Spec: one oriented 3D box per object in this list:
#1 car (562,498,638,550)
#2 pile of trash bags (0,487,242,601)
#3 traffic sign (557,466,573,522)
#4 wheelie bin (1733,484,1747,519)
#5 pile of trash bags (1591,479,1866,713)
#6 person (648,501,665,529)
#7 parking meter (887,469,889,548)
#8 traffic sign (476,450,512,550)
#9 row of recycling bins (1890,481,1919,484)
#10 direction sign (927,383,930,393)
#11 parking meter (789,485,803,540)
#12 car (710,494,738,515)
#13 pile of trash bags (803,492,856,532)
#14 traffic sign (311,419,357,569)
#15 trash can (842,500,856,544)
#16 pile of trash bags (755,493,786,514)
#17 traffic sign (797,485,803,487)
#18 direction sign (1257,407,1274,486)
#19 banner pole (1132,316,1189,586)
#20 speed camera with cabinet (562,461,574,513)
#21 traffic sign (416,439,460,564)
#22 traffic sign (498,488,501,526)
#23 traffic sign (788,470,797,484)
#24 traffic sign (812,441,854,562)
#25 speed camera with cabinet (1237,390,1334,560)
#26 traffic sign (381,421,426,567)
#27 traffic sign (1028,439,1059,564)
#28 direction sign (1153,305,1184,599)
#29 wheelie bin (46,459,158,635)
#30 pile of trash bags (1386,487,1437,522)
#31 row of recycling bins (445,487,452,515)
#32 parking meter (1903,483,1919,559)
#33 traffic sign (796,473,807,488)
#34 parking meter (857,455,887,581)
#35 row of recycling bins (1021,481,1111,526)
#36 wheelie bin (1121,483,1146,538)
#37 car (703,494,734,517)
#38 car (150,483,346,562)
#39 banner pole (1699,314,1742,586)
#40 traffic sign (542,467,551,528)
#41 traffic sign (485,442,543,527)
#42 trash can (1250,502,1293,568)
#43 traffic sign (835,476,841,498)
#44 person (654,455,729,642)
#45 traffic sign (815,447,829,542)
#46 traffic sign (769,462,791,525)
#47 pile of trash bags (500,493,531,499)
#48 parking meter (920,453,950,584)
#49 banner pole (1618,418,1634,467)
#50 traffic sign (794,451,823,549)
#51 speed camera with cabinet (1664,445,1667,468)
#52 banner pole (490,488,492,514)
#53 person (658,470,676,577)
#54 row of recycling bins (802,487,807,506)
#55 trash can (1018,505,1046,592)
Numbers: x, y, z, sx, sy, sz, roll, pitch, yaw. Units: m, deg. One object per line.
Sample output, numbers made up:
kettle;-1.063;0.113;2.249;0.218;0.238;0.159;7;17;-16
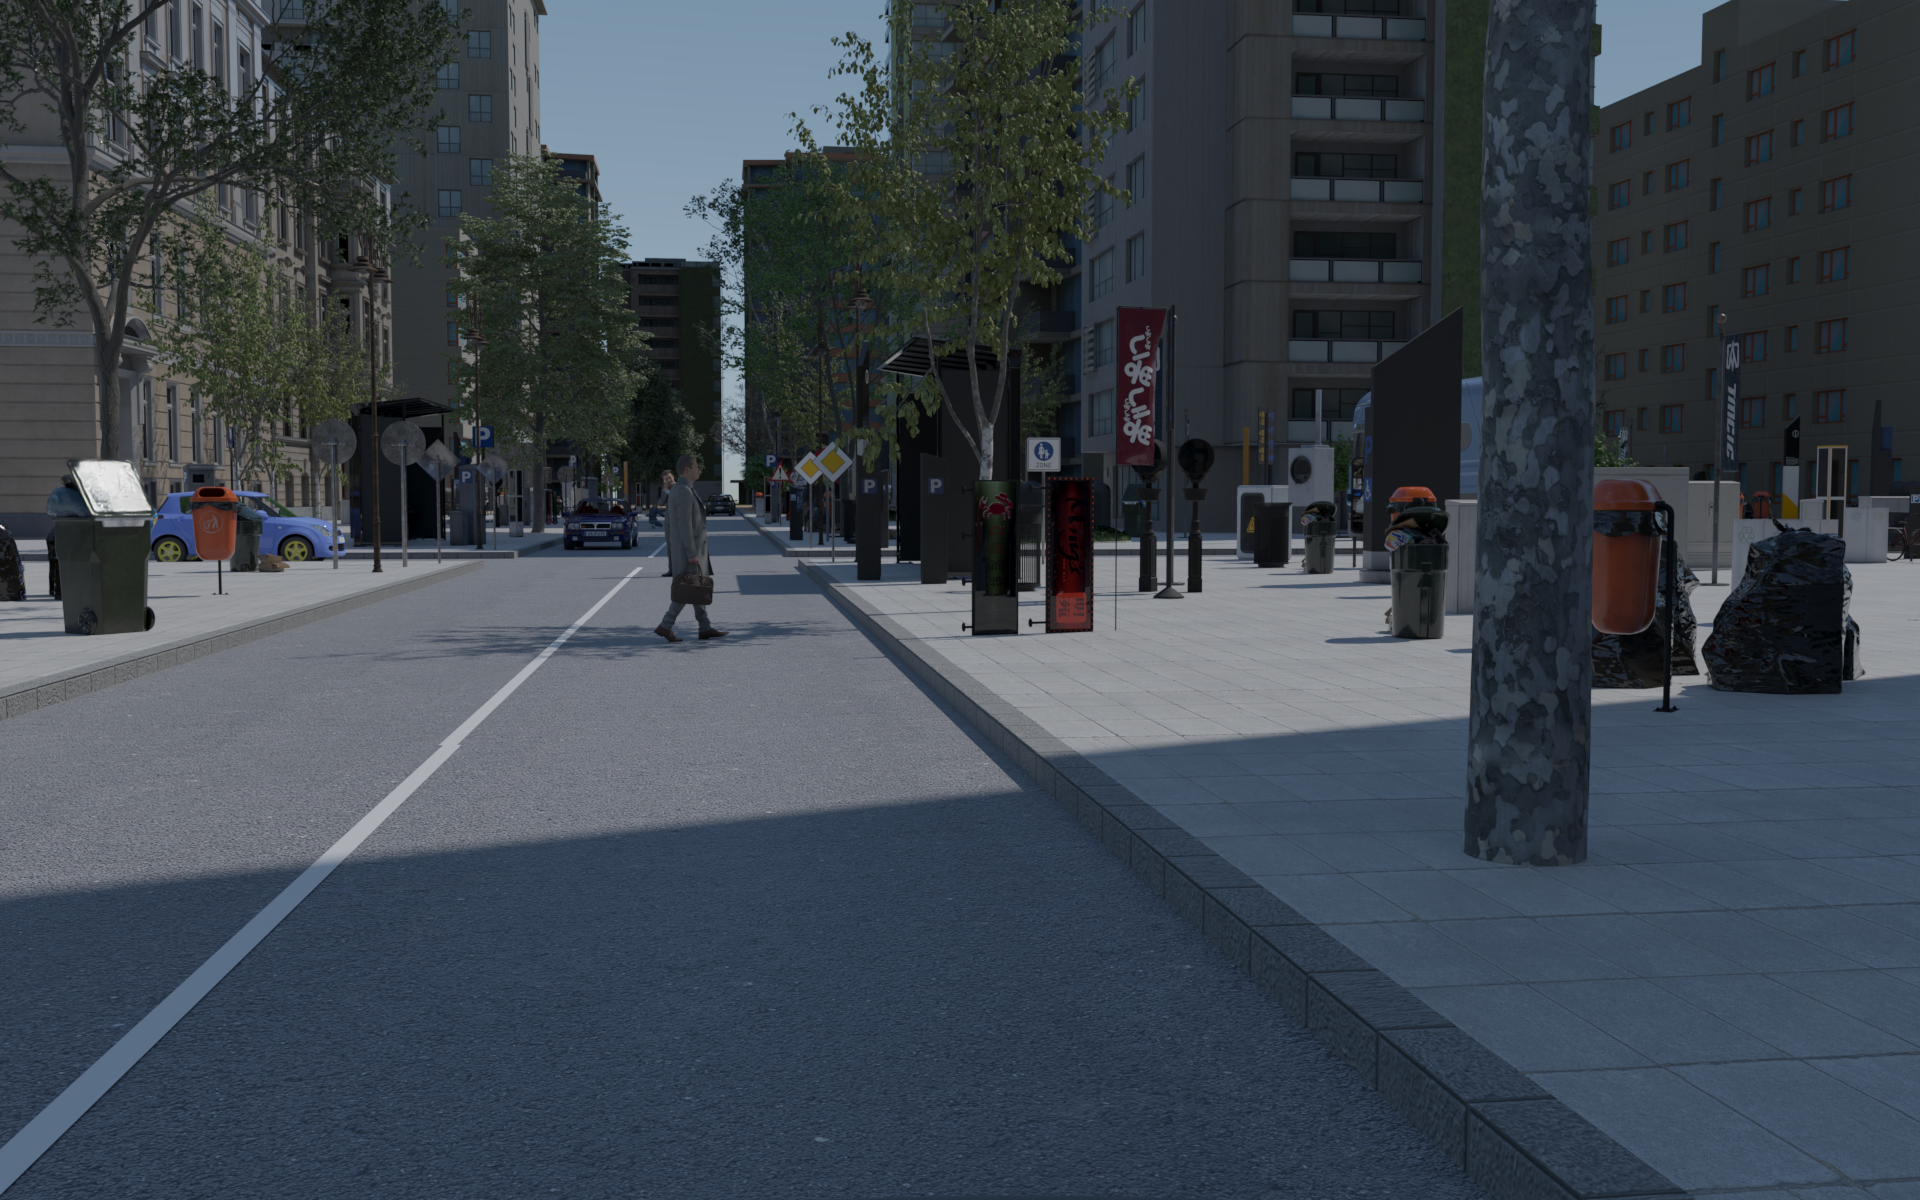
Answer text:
car;-9.482;-2.034;45.842;1.945;1.354;3.894;0;4;-7
pile of trash bags;-10.749;-0.719;21.504;3.447;1.369;1.912;-1;4;-14
traffic sign;-17.918;-4.808;78.717;0.768;2.556;0.104;0;4;-2
wheelie bin;22.282;-2.571;49.937;0.693;1.594;0.980;1;4;18
pile of trash bags;4.828;-0.107;11.495;1.912;1.369;3.447;3;4;36
person;-12.692;-3.550;72.043;1.012;1.151;0.738;2;4;35
parking meter;-1.905;-2.163;41.078;0.399;1.863;0.255;-1;4;-17
traffic sign;-10.690;-2.209;39.756;0.795;2.450;0.064;0;4;-8
row of recycling bins;29.125;-2.769;52.389;1.069;1.692;3.534;0;4;-1
direction sign;-0.462;-2.535;33.438;0.379;3.537;0.876;-2;4;-23
parking meter;-4.539;-2.422;48.003;0.372;1.533;0.369;0;3;0
car;-16.217;-6.647;118.471;2.009;1.686;4.222;0;4;-8
pile of trash bags;-4.460;-3.043;59.503;1.912;1.369;3.447;0;4;-7
traffic sign;-10.689;-1.802;29.576;0.768;2.556;0.104;0;4;-2
trash can;-2.698;-2.023;44.723;0.748;1.137;0.748;0;3;0
pile of trash bags;-12.341;-6.216;111.380;1.912;1.369;3.447;1;4;16
traffic sign;-10.208;-6.749;110.455;0.768;2.556;0.104;0;4;0
direction sign;8.023;-3.272;45.487;0.379;3.537;0.876;3;4;37
banner pole;2.795;-2.107;24.460;0.863;3.779;0.401;3;4;38
speed camera with cabinet;-23.350;-6.652;103.091;0.660;3.252;2.038;-1;4;-10
traffic sign;-9.587;-1.725;31.847;0.795;2.450;0.064;0;4;-8
traffic sign;-18.275;-4.194;68.684;0.768;2.556;0.104;0;4;-3
traffic sign;-8.600;-5.528;90.490;0.768;2.556;0.104;0;4;-7
traffic sign;-2.409;-1.785;32.824;0.795;2.450;0.064;0;4;-8
speed camera with cabinet;6.235;-2.384;33.313;0.660;3.252;2.038;-2;4;-35
traffic sign;-9.742;-1.848;30.328;0.768;2.556;0.104;0;4;-5
traffic sign;1.514;-1.795;31.482;0.606;2.300;0.079;0;4;-8
direction sign;2.571;-1.788;21.232;0.379;3.537;0.876;0;4;3
wheelie bin;-7.952;-0.495;16.007;0.693;1.594;0.980;2;4;29
pile of trash bags;7.065;-0.751;22.038;3.447;1.369;1.912;-1;4;-12
row of recycling bins;-31.342;-6.040;105.863;1.069;1.692;3.534;-1;4;-12
parking meter;18.945;-1.586;34.347;0.372;1.533;0.369;0;3;0
traffic sign;-7.482;-4.862;81.616;0.606;2.300;0.079;0;4;0
parking meter;-1.332;-1.226;25.762;0.399;1.863;0.255;0;4;-3
row of recycling bins;3.340;-2.975;55.752;3.534;1.692;1.069;-2;4;-35
wheelie bin;5.208;-2.654;51.296;0.980;1.594;0.693;3;5;41
car;-15.580;-6.248;111.949;2.009;1.686;4.222;-1;4;-8
car;-14.337;-1.546;34.869;3.694;1.707;1.945;-1;4;-9
banner pole;10.579;-2.075;23.943;0.401;3.779;0.863;0;4;0
traffic sign;-15.761;-3.878;65.528;0.606;2.300;0.079;0;4;-4
traffic sign;-17.526;-4.542;68.131;2.265;3.308;0.079;0;4;-2
trash can;5.445;-1.140;30.285;0.748;1.137;0.748;0;3;0
traffic sign;-5.705;-5.059;82.824;0.768;2.556;0.104;0;4;-5
person;-2.623;-0.509;16.923;0.767;1.812;0.694;-1;4;-16
traffic sign;-3.571;-2.849;46.683;0.768;2.556;0.104;0;4;-2
traffic sign;-7.338;-4.326;70.738;0.884;2.594;0.081;0;4;-5
pile of trash bags;-26.764;-5.736;103.540;1.912;1.369;3.447;-3;4;-38
parking meter;-0.355;-1.165;24.762;0.399;1.863;0.255;-1;4;-11
banner pole;21.759;-4.072;56.587;0.863;3.779;0.401;-2;4;-31
traffic sign;-3.513;-2.269;40.733;0.795;2.450;0.064;0;4;-8
speed camera with cabinet;28.209;-4.676;70.784;0.660;3.252;2.038;-1;4;-12
banner pole;-29.899;-7.402;111.041;0.401;3.779;0.863;3;5;45
person;-4.910;-1.324;29.946;0.655;1.846;0.447;1;4;11
row of recycling bins;-9.519;-5.919;103.887;1.069;1.692;3.534;0;4;6
trash can;0.767;-0.691;22.944;0.748;1.137;0.748;0;3;0
